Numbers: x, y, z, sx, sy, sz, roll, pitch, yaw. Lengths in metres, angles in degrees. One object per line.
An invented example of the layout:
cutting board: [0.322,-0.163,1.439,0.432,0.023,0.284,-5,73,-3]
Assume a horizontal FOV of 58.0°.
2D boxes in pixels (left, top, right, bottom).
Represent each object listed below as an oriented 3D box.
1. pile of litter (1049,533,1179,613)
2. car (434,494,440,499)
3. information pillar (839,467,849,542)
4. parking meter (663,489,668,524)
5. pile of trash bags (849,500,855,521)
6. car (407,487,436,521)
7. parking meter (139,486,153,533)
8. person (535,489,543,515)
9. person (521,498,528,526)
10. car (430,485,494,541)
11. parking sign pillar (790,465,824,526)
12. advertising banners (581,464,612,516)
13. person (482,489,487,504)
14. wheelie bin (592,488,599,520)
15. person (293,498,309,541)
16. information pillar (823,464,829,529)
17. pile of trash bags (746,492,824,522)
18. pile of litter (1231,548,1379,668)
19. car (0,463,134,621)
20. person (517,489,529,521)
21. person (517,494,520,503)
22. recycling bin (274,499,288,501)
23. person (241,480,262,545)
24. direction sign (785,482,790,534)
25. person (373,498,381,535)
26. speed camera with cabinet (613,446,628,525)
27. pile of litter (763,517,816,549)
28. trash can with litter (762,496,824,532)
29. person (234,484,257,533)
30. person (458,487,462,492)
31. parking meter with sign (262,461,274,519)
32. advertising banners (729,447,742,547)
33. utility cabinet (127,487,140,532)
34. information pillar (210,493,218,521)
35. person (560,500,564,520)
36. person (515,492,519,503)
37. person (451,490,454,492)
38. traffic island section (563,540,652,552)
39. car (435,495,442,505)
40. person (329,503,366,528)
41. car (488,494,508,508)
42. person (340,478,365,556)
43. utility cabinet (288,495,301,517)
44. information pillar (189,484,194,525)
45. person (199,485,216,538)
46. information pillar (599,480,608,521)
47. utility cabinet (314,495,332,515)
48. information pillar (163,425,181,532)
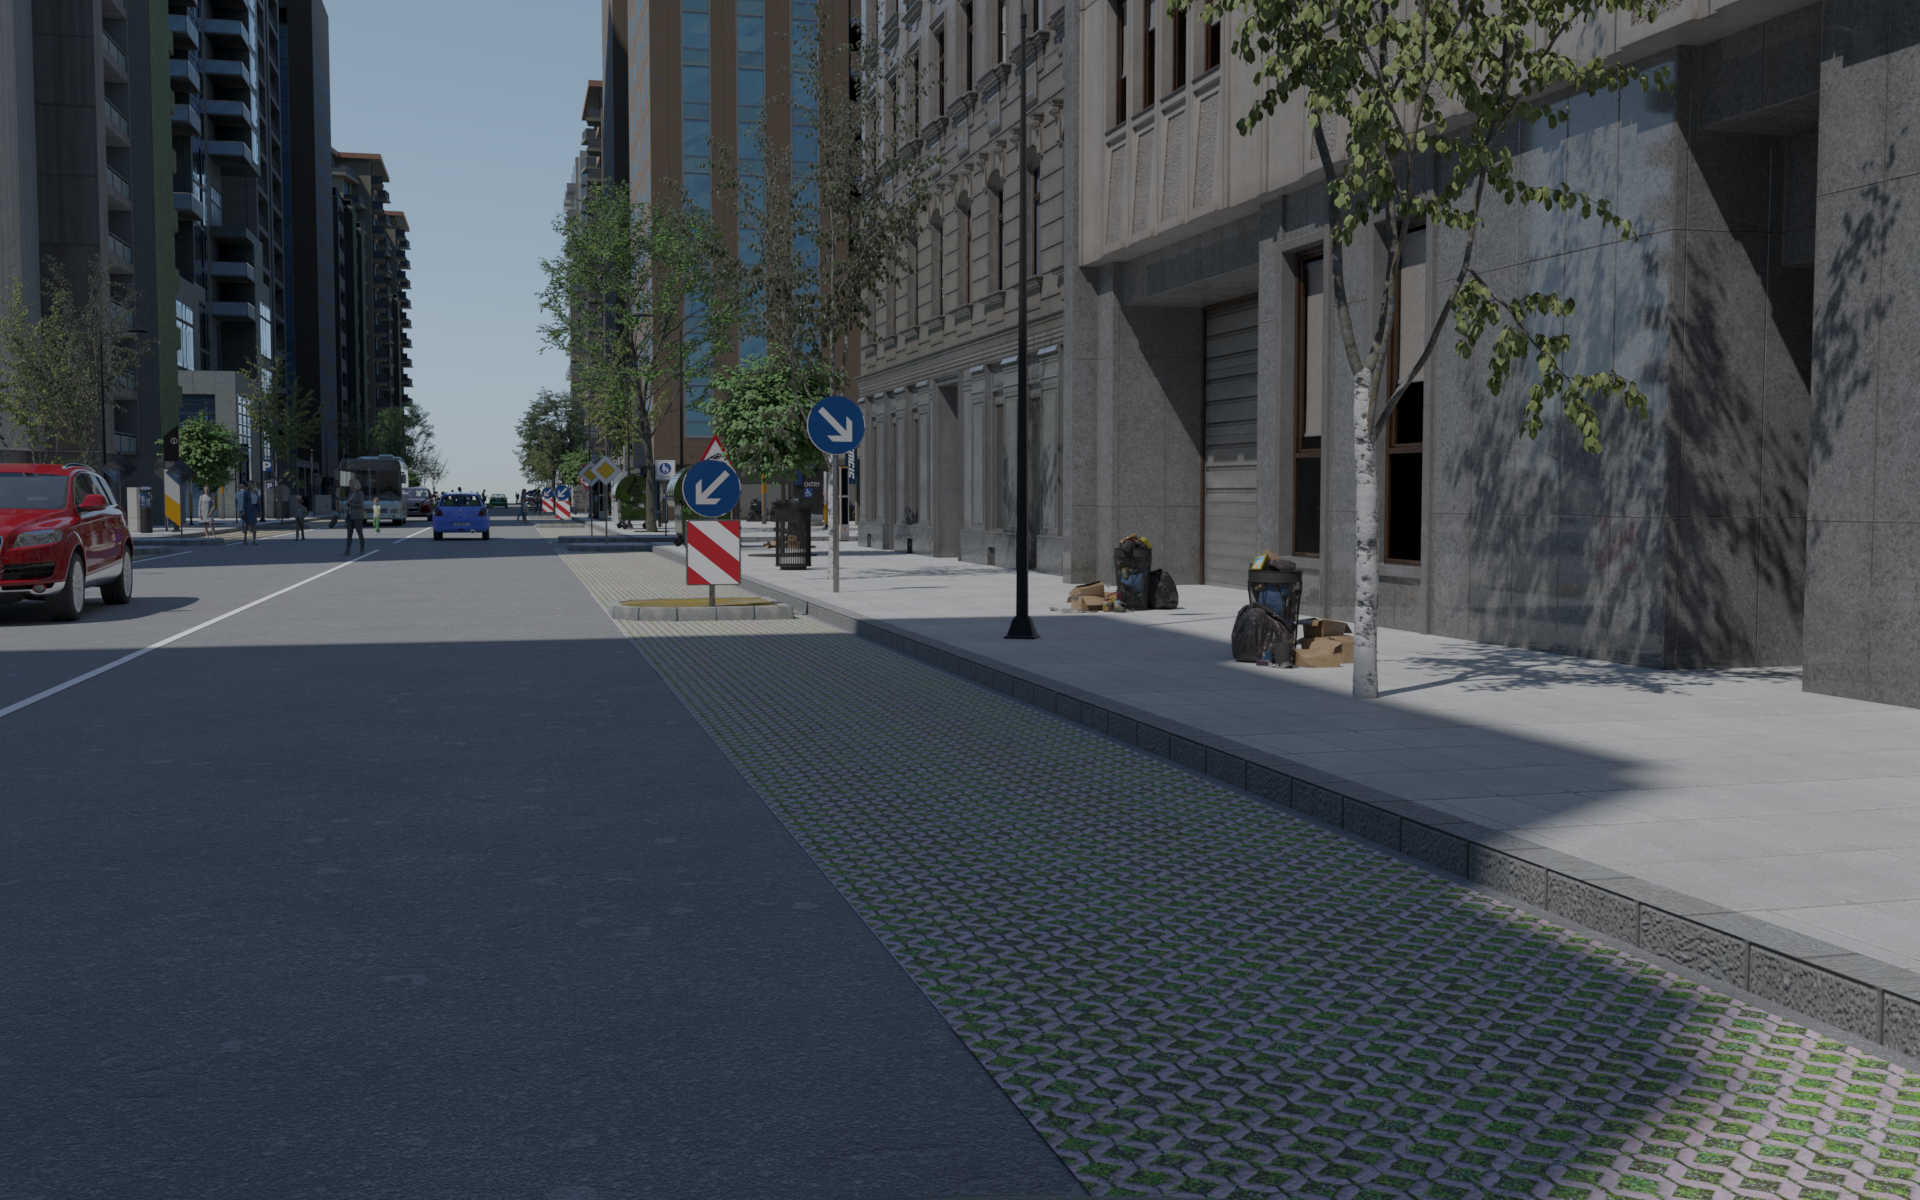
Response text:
pile of litter: [1.722,-0.325,19.272,1.719,0.858,1.176,-2,4,-23]
car: [-65.157,-12.513,214.815,2.015,1.641,3.980,-1,4,-14]
information pillar: [-3.199,-2.584,46.734,0.304,2.012,0.304,-3,5,-42]
parking meter: [-12.920,-4.106,75.551,0.372,1.533,0.369,0,3,0]
pile of trash bags: [-5.803,-4.468,82.803,1.912,1.369,3.447,-3,5,-40]
car: [-29.083,-5.120,92.377,2.281,1.827,5.304,-1,4,-14]
parking meter: [-26.711,-2.962,56.839,0.372,1.533,0.369,0,3,0]
person: [-28.387,-6.575,116.599,0.593,1.750,0.643,-3,4,-36]
person: [-19.734,-3.997,78.538,0.352,1.250,0.332,0,4,8]
car: [-15.739,-2.760,54.714,1.945,1.707,3.694,-1,4,-15]
parking sign pillar: [-6.140,-4.929,69.061,1.447,3.967,1.447,-2,4,-29]
advertising banners: [-20.871,-6.369,100.317,2.074,3.025,0.090,0,4,-7]
person: [-39.437,-8.290,143.901,0.599,1.838,0.709,-1,4,-13]
wheelie bin: [-18.174,-4.855,87.285,0.693,1.594,0.980,-1,4,-10]
person: [-20.273,-2.476,53.249,0.475,1.303,0.640,-1,4,-11]
information pillar: [-4.937,-4.455,64.197,0.183,3.616,0.504,1,4,12]
pile of trash bags: [-8.240,-4.302,80.083,3.447,1.369,1.912,1,4,22]
pile of litter: [2.707,0.028,13.511,1.176,0.858,1.719,3,4,37]
car: [-11.403,-0.747,20.882,2.281,1.827,5.304,-1,4,-16]
person: [-23.376,-5.088,92.529,0.643,1.720,0.563,-1,4,-8]
person: [-70.988,-16.444,278.279,0.530,1.710,0.541,-3,5,-43]
recycling bin: [-38.512,-5.229,98.049,0.722,1.027,0.722,-3,5,-41]
person: [-20.048,-2.473,48.965,0.581,1.822,0.654,-3,4,-37]
direction sign: [-5.488,-3.888,55.573,0.379,3.537,0.876,-2,4,-27]
person: [-20.395,-2.927,60.611,0.306,1.304,0.590,0,4,2]
speed camera with cabinet: [-14.011,-4.719,71.493,0.660,3.252,2.038,-1,4,-10]
pile of litter: [-4.064,-1.672,41.303,1.176,0.858,1.719,-1,4,-20]
trash can with litter: [-5.809,-2.929,58.945,2.233,1.210,1.678,3,5,42]
person: [-26.136,-3.340,63.292,0.721,1.800,0.419,0,4,3]
person: [-25.068,-4.793,87.055,0.721,1.800,0.419,-2,4,-27]
parking meter with sign: [-36.253,-5.784,90.828,0.543,3.016,1.738,-2,4,-27]
advertising banners: [-5.133,-2.647,39.472,0.090,3.025,2.074,0,4,-1]
utility cabinet: [-27.839,-3.053,58.600,0.318,1.500,1.173,-3,5,-39]
information pillar: [-35.899,-5.608,83.038,0.504,3.616,0.183,-3,5,-44]
person: [-21.805,-4.998,94.885,0.362,1.253,0.373,3,5,41]
person: [-68.140,-15.727,266.454,0.721,1.723,1.217,1,4,11]
person: [-44.298,-8.735,151.313,0.705,1.824,1.348,-2,4,-28]
traffic island section: [-9.021,-1.348,44.326,2.009,0.180,2.903,-1,4,-15]
car: [-50.283,-9.520,168.232,1.945,1.354,3.894,-1,4,-16]
person: [-25.773,-3.922,72.841,1.509,1.804,0.699,-2,4,-27]
car: [-46.201,-10.064,173.334,1.959,1.807,4.718,-1,4,-15]
person: [-14.099,-1.933,40.286,0.537,1.800,0.526,3,5,40]
utility cabinet: [-36.520,-5.136,95.132,1.020,1.237,0.306,3,5,44]
information pillar: [-31.582,-4.876,71.078,0.183,3.616,0.504,-2,4,-29]
person: [-23.361,-2.707,53.767,0.512,1.701,0.522,-1,4,-14]
information pillar: [-17.142,-4.815,83.219,0.304,2.012,0.304,2,4,24]
utility cabinet: [-38.928,-5.786,105.766,1.020,1.237,0.306,-3,5,-44]
information pillar: [-26.470,-4.090,58.228,0.504,3.616,0.183,-1,4,-22]
